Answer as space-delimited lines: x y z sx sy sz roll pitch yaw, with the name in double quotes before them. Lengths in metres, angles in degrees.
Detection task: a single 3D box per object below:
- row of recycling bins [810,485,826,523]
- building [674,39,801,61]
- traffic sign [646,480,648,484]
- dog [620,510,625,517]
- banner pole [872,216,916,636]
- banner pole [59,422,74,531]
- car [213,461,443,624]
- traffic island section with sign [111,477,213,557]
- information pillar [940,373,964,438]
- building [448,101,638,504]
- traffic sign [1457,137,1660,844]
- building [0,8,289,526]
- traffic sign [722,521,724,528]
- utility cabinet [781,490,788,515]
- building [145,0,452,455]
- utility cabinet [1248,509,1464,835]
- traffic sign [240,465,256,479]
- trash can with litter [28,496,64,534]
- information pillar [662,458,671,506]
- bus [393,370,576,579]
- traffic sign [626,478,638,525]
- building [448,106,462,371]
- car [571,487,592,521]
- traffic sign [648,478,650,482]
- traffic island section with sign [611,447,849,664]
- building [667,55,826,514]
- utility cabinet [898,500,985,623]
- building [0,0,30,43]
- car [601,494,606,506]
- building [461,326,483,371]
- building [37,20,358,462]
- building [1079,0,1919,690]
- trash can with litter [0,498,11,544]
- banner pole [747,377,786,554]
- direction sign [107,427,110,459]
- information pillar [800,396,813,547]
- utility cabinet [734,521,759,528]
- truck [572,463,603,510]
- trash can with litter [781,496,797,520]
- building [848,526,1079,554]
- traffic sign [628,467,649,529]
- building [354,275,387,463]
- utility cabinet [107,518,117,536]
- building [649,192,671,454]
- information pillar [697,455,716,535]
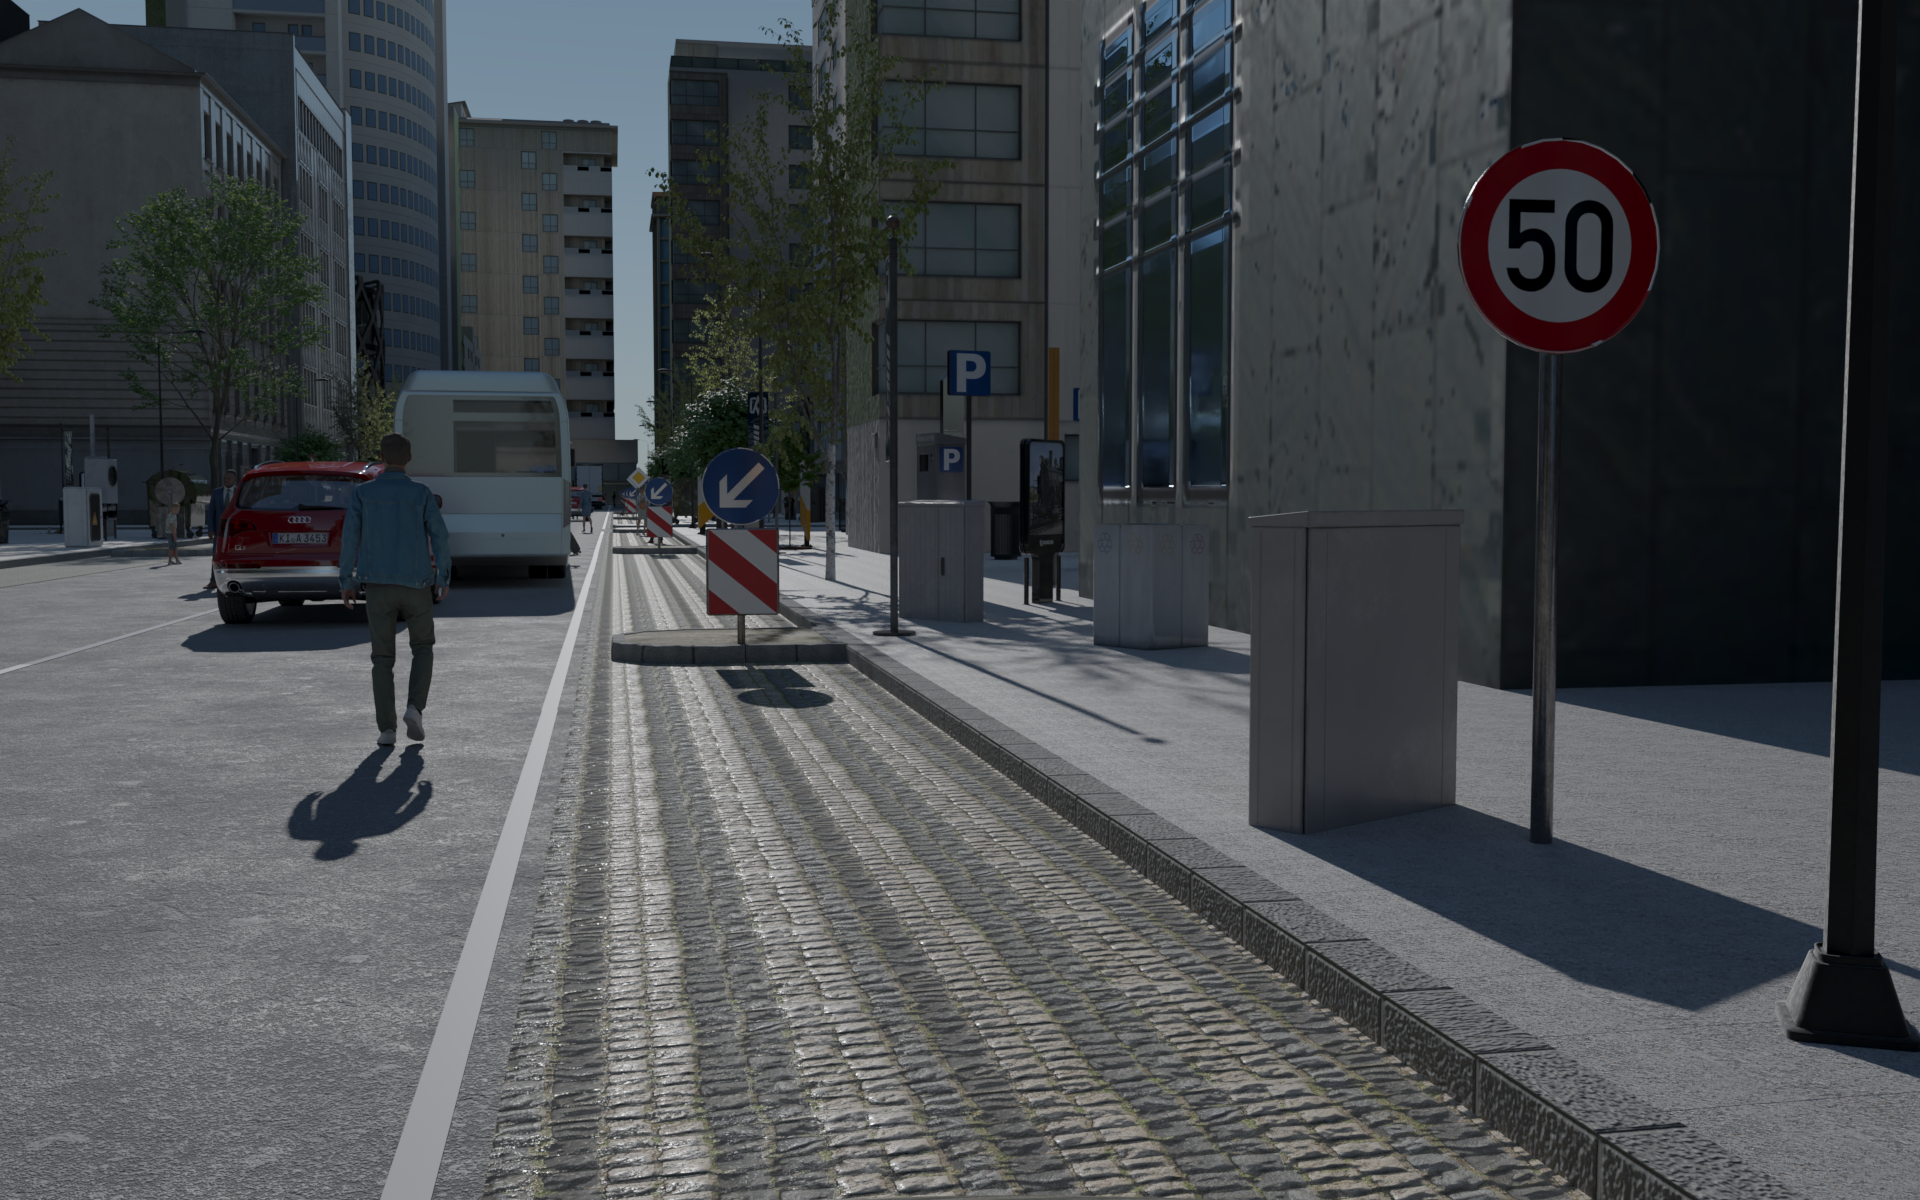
"row of recycling bins" -6.752 -4.404 79.117 1.069 1.692 3.534 0 4 2
"building" -19.328 -29.189 160.827 14.154 41.232 14.086 -1 4 -11
"traffic sign" -24.424 -8.368 136.927 0.768 2.556 0.104 0 4 -7
"dog" -19.669 -4.991 100.887 0.540 0.507 0.406 1 4 15
"banner pole" -0.636 -1.584 15.919 0.401 3.779 0.863 -1 4 -9
"banner pole" -31.022 -4.289 60.149 0.863 3.779 0.401 2 4 33
"car" -7.469 -0.744 20.833 2.281 1.827 5.304 -1 4 -11
"traffic island section with sign" -18.404 -1.931 40.208 1.989 1.847 2.006 -1 4 -11
"information pillar" -0.124 -2.341 29.632 0.504 3.616 0.183 -3 5 -41
"building" -59.329 -39.923 241.975 27.495 52.752 28.713 -1 4 -11
"traffic sign" 2.142 -0.379 6.303 0.768 2.556 0.104 0 4 -8
"building" -37.435 -14.078 79.327 9.793 20.994 18.267 -1 4 -11
"traffic sign" -7.360 -3.278 53.705 0.768 2.556 0.104 0 4 -3
"utility cabinet" -10.597 -5.913 105.358 0.318 1.500 1.173 0 4 5
"building" -57.425 -37.399 153.468 21.231 58.520 28.212 -1 4 -11
"utility cabinet" 1.582 0.260 6.914 1.020 1.237 0.306 -3 5 -41
"traffic sign" -25.259 -3.639 61.628 0.606 2.300 0.079 -1 4 -11
"trash can with litter" -28.758 -2.723 55.576 1.678 1.210 2.233 -3 5 -44
"information pillar" -16.511 -6.489 97.448 0.504 3.616 0.183 1 4 10
"bus" -8.635 -2.295 32.377 2.948 3.499 13.247 -1 4 -13
"traffic sign" -13.499 -4.194 72.215 0.795 2.450 0.064 -1 4 -11
"building" -58.513 -30.116 175.998 14.154 41.232 14.086 -1 4 -11
"car" -20.959 -5.172 93.232 2.281 1.827 5.304 -1 4 -13
"traffic sign" -22.269 -7.681 125.689 0.768 2.556 0.104 0 4 -2
"traffic island section with sign" -2.113 -0.419 15.472 1.989 1.847 2.006 -1 4 -11
"building" -12.938 -21.250 119.146 14.160 30.474 14.107 -1 4 -11
"utility cabinet" -0.204 -0.398 17.670 0.306 1.237 1.020 -3 5 -42
"building" -49.527 -14.891 73.153 15.834 23.373 12.332 -1 4 -11
"car" -43.089 -12.024 205.259 2.281 1.827 5.304 -1 4 -10
"building" -70.405 -21.583 197.926 28.899 21.520 27.650 -1 4 -11
"building" -41.892 -17.110 97.763 12.078 24.808 19.932 -1 4 -11
"building" 15.457 -42.405 5.989 22.319 86.520 31.000 -1 4 -11
"trash can with litter" -24.944 -2.026 44.509 1.055 1.170 0.624 1 4 20
"banner pole" -4.175 -2.889 37.257 0.863 3.779 0.401 0 4 8
"direction sign" -28.886 -4.087 58.818 0.379 3.537 0.876 -2 4 -23
"information pillar" -3.738 -3.087 41.822 0.183 3.616 0.504 -2 4 -26
"utility cabinet" -6.746 -2.810 54.626 0.318 1.500 1.173 -3 4 -36
"truck" -35.132 -10.689 163.675 2.839 4.237 11.283 -1 4 -13
"trash can with litter" -8.450 -4.554 85.848 0.624 1.170 1.055 1 4 9
"building" 3.815 -22.045 44.029 14.154 41.232 14.086 -1 4 -11
"traffic sign" -11.933 -3.715 64.385 0.795 2.450 0.064 -1 4 -11
"building" -47.722 -15.245 116.700 16.820 18.784 16.811 -1 4 -11
"utility cabinet" -26.164 -2.670 52.327 1.173 1.500 0.318 -1 4 -19
"building" -30.511 -36.060 244.209 28.867 44.769 22.147 -1 4 -11
"information pillar" -8.095 -3.889 54.947 0.504 3.616 0.183 -1 4 -18
